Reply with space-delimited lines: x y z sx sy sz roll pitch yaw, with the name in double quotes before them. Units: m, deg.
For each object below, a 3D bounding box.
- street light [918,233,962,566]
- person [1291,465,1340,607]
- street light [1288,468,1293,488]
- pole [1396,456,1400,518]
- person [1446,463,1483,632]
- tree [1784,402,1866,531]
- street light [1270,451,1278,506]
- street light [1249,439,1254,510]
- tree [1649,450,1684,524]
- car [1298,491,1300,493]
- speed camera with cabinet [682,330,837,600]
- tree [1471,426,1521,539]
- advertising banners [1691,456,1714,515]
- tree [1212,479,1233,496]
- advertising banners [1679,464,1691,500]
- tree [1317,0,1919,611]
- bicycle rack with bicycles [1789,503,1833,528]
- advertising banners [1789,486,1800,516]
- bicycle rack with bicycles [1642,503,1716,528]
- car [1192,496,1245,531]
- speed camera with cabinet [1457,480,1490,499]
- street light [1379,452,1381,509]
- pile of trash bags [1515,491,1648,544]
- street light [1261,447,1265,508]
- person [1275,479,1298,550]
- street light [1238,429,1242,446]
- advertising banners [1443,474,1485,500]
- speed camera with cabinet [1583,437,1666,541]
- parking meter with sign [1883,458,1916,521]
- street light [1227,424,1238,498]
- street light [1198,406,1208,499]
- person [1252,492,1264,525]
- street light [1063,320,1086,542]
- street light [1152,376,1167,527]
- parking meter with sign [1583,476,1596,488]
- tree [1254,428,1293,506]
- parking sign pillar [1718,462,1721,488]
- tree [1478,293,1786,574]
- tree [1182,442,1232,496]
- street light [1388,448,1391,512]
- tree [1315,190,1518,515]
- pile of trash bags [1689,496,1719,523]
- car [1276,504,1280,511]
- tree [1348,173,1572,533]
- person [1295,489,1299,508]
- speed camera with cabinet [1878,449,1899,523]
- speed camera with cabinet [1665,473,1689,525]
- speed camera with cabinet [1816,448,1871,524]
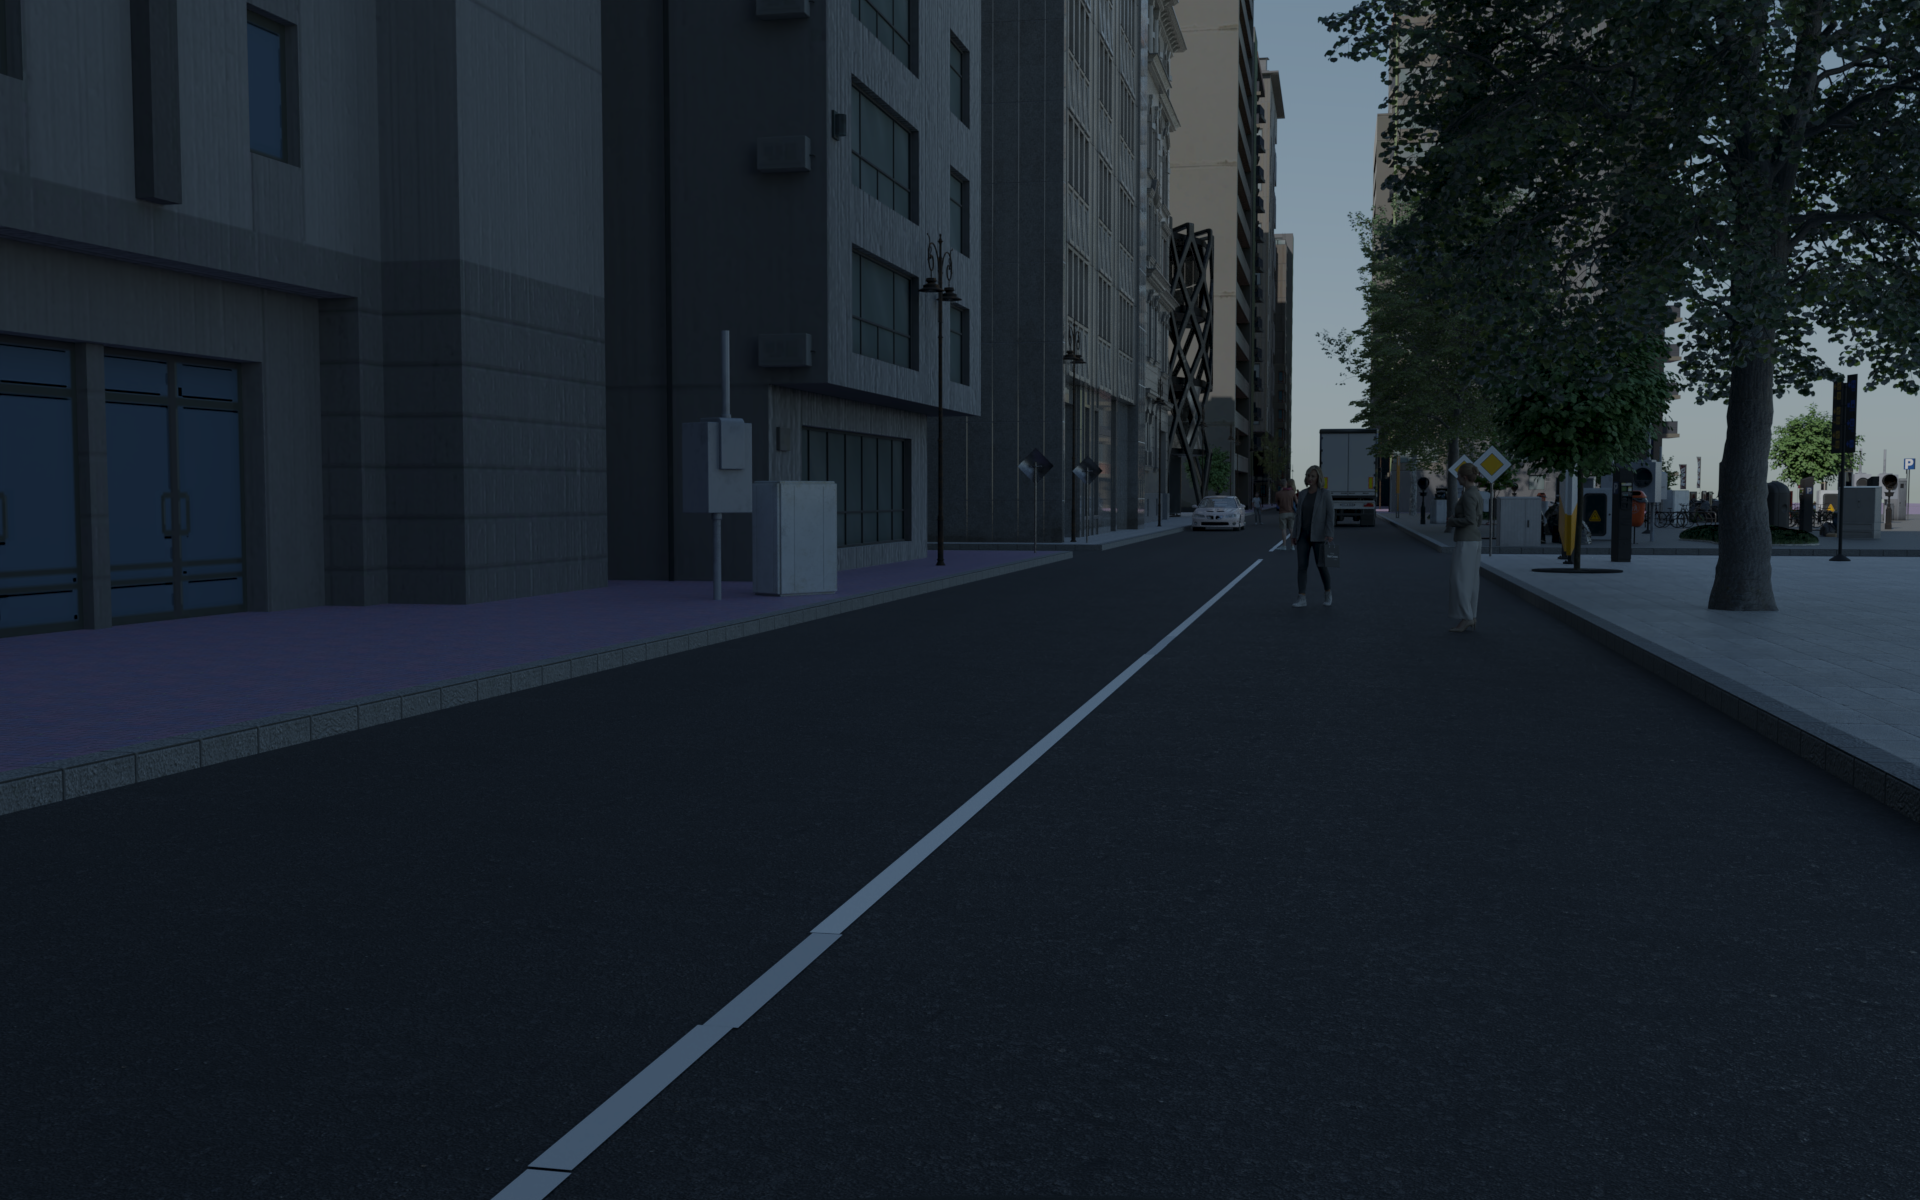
"street light" -0.349 -3.555 30.913 0.468 5.910 1.993 1 4 12
"person" 4.578 -0.819 22.066 0.709 1.800 0.728 3 5 43
"street light" 51.745 -18.146 269.469 0.468 5.910 1.993 1 4 12
"pole" 23.350 -6.024 92.343 0.158 3.312 0.155 0 3 0
"person" 5.279 -0.558 18.165 0.362 1.759 0.519 2 4 29
"tree" 29.956 -4.735 61.131 4.285 4.588 4.351 0 3 0
"street light" 33.779 -13.124 187.364 0.468 5.910 1.993 1 4 12
"street light" 24.041 -10.399 142.803 0.468 5.910 1.993 1 4 12
"tree" 30.650 -4.972 75.893 1.663 3.219 1.824 0 3 0
"car" 40.305 -11.852 202.447 2.281 1.827 5.304 1 4 11
"speed camera with cabinet" -2.487 -1.672 21.670 2.038 3.252 0.660 -3 5 -45
"tree" 15.112 -3.350 49.371 1.663 3.219 1.824 0 3 0
"advertising banners" 34.980 -5.210 81.372 0.090 3.025 2.074 3 5 45
"tree" 17.777 -7.549 118.022 1.663 3.219 1.824 0 3 0
"advertising banners" 42.914 -6.428 101.283 2.074 3.025 0.090 -1 4 -12
"tree" 8.813 -6.866 18.914 9.857 13.997 8.962 0 3 0
"bicycle rack with bicycles" 35.135 -3.601 72.263 2.852 0.926 2.925 1 4 22
"advertising banners" 40.496 -5.416 84.732 0.090 3.025 2.074 -2 4 -32
"bicycle rack with bicycles" 27.488 -3.217 65.981 2.852 0.926 2.925 -2 4 -27
"car" 10.290 -3.445 68.693 2.083 1.381 4.827 1 4 13
"speed camera with cabinet" 27.464 -6.014 92.662 2.038 3.252 0.660 1 4 16
"street light" 35.277 -10.552 145.313 0.468 5.910 1.993 1 4 12
"pile of trash bags" 15.961 -2.147 44.859 3.447 1.369 1.912 2 4 24
"street light" 28.907 -11.772 165.262 0.468 5.910 1.993 1 4 12
"person" 8.409 -2.196 44.384 0.573 1.828 0.580 3 5 42
"street light" 19.296 -9.033 120.479 0.468 5.910 1.993 1 4 12
"advertising banners" 22.182 -4.872 75.848 2.074 3.025 0.090 0 4 -2
"speed camera with cabinet" 18.074 -3.248 47.433 2.038 3.252 0.660 3 4 38
"parking meter with sign" 45.535 -5.369 84.048 1.738 3.016 0.543 -2 4 -29
"street light" 17.610 -8.556 112.677 0.468 5.910 1.993 1 4 12
"street light" 12.698 -7.205 90.584 0.468 5.910 1.993 1 4 12
"person" 14.009 -4.302 81.429 0.503 1.515 0.523 -3 4 -36
"street light" 3.031 -4.484 46.108 0.468 5.910 1.993 1 4 12
"street light" 7.879 -5.840 68.275 0.468 5.910 1.993 1 4 12
"parking meter with sign" 27.187 -4.825 75.153 1.738 3.016 0.543 2 4 31
"tree" 34.933 -14.894 193.879 4.737 8.622 4.395 0 3 0
"parking sign pillar" 44.838 -6.865 100.709 1.447 3.967 1.447 -3 5 -41
"tree" 10.130 -2.738 28.479 4.285 4.588 4.351 0 3 0
"tree" 15.384 -7.557 107.266 4.285 4.588 4.351 0 3 0
"street light" 30.568 -9.198 123.176 0.468 5.910 1.993 1 4 12
"tree" 28.013 -15.216 104.677 12.611 20.169 13.585 0 3 0
"pile of trash bags" 37.960 -4.705 86.672 3.447 1.369 1.912 2 4 23
"car" 28.037 -8.492 148.436 1.945 1.707 3.694 1 4 14
"tree" 16.792 -8.506 57.203 7.486 12.596 7.792 0 3 0
"person" 27.314 -8.057 140.169 1.348 1.831 0.705 1 4 19
"speed camera with cabinet" 40.373 -5.009 76.231 2.038 3.252 0.660 -2 4 -25
"speed camera with cabinet" 29.664 -4.787 72.599 2.038 3.252 0.660 -2 4 -28
"speed camera with cabinet" 38.290 -4.936 75.039 2.038 3.252 0.660 1 4 13
